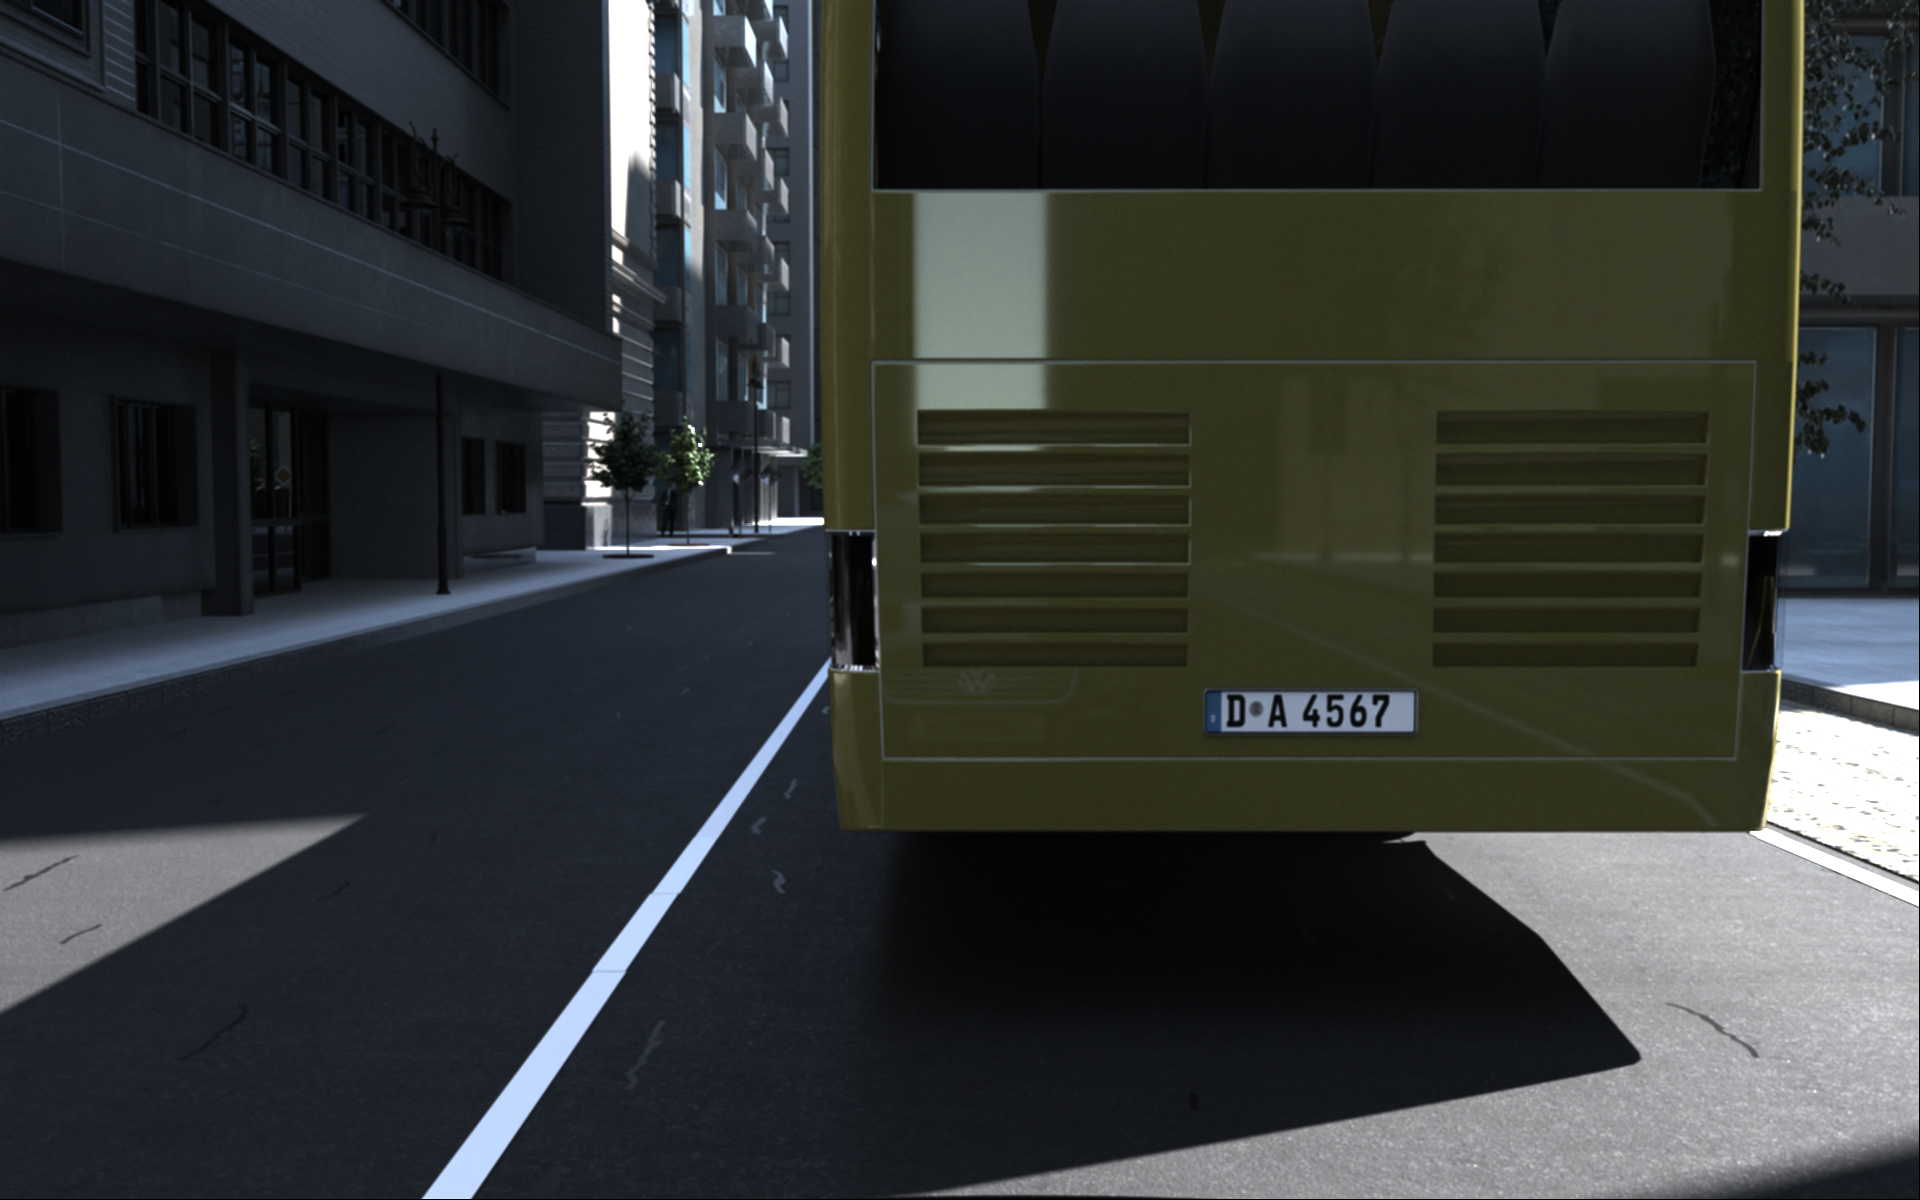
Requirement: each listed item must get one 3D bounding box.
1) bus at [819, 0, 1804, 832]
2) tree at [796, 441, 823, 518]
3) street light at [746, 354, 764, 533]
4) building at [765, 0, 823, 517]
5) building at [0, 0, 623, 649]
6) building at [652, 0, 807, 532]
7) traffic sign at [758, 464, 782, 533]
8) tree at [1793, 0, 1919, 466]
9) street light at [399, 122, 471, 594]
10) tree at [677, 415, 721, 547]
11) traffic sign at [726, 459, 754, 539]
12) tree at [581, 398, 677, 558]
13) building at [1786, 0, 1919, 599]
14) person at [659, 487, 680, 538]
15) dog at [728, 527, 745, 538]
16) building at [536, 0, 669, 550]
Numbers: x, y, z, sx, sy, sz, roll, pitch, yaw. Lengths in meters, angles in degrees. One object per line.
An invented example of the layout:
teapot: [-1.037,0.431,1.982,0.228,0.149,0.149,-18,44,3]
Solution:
bus: [0.915,-1.158,10.485,2.896,3.916,12.252,0,4,0]
tree: [-7.113,-6.651,92.460,4.285,4.588,4.351,0,3,0]
street light: [-6.734,-5.159,57.130,0.468,5.910,1.993,0,4,0]
building: [-12.373,-25.516,100.779,14.154,41.232,14.086,0,4,0]
building: [-13.276,-12.111,17.084,14.314,24.678,30.058,0,4,0]
building: [-18.910,-27.565,70.298,23.786,49.044,30.456,0,4,0]
traffic sign: [-6.243,-3.257,56.894,0.795,2.450,0.064,0,4,0]
tree: [6.884,-3.994,15.660,4.360,8.622,3.978,0,3,0]
street light: [-6.628,-3.012,22.033,0.468,5.910,1.993,0,4,0]
tree: [-6.802,-2.922,42.374,1.663,3.219,1.824,0,3,0]
traffic sign: [-6.208,-2.769,48.909,0.795,2.450,0.064,0,4,0]
tree: [-6.762,-2.472,35.014,1.663,3.219,1.824,0,3,0]
building: [17.771,-25.264,32.672,23.786,49.044,30.456,0,4,0]
person: [-8.978,-2.798,53.614,0.648,1.900,0.474,-1,4,-15]
dog: [-7.073,-2.115,54.771,0.748,0.427,0.550,1,4,15]
building: [-17.790,-13.125,43.475,19.941,23.489,11.050,0,4,0]
